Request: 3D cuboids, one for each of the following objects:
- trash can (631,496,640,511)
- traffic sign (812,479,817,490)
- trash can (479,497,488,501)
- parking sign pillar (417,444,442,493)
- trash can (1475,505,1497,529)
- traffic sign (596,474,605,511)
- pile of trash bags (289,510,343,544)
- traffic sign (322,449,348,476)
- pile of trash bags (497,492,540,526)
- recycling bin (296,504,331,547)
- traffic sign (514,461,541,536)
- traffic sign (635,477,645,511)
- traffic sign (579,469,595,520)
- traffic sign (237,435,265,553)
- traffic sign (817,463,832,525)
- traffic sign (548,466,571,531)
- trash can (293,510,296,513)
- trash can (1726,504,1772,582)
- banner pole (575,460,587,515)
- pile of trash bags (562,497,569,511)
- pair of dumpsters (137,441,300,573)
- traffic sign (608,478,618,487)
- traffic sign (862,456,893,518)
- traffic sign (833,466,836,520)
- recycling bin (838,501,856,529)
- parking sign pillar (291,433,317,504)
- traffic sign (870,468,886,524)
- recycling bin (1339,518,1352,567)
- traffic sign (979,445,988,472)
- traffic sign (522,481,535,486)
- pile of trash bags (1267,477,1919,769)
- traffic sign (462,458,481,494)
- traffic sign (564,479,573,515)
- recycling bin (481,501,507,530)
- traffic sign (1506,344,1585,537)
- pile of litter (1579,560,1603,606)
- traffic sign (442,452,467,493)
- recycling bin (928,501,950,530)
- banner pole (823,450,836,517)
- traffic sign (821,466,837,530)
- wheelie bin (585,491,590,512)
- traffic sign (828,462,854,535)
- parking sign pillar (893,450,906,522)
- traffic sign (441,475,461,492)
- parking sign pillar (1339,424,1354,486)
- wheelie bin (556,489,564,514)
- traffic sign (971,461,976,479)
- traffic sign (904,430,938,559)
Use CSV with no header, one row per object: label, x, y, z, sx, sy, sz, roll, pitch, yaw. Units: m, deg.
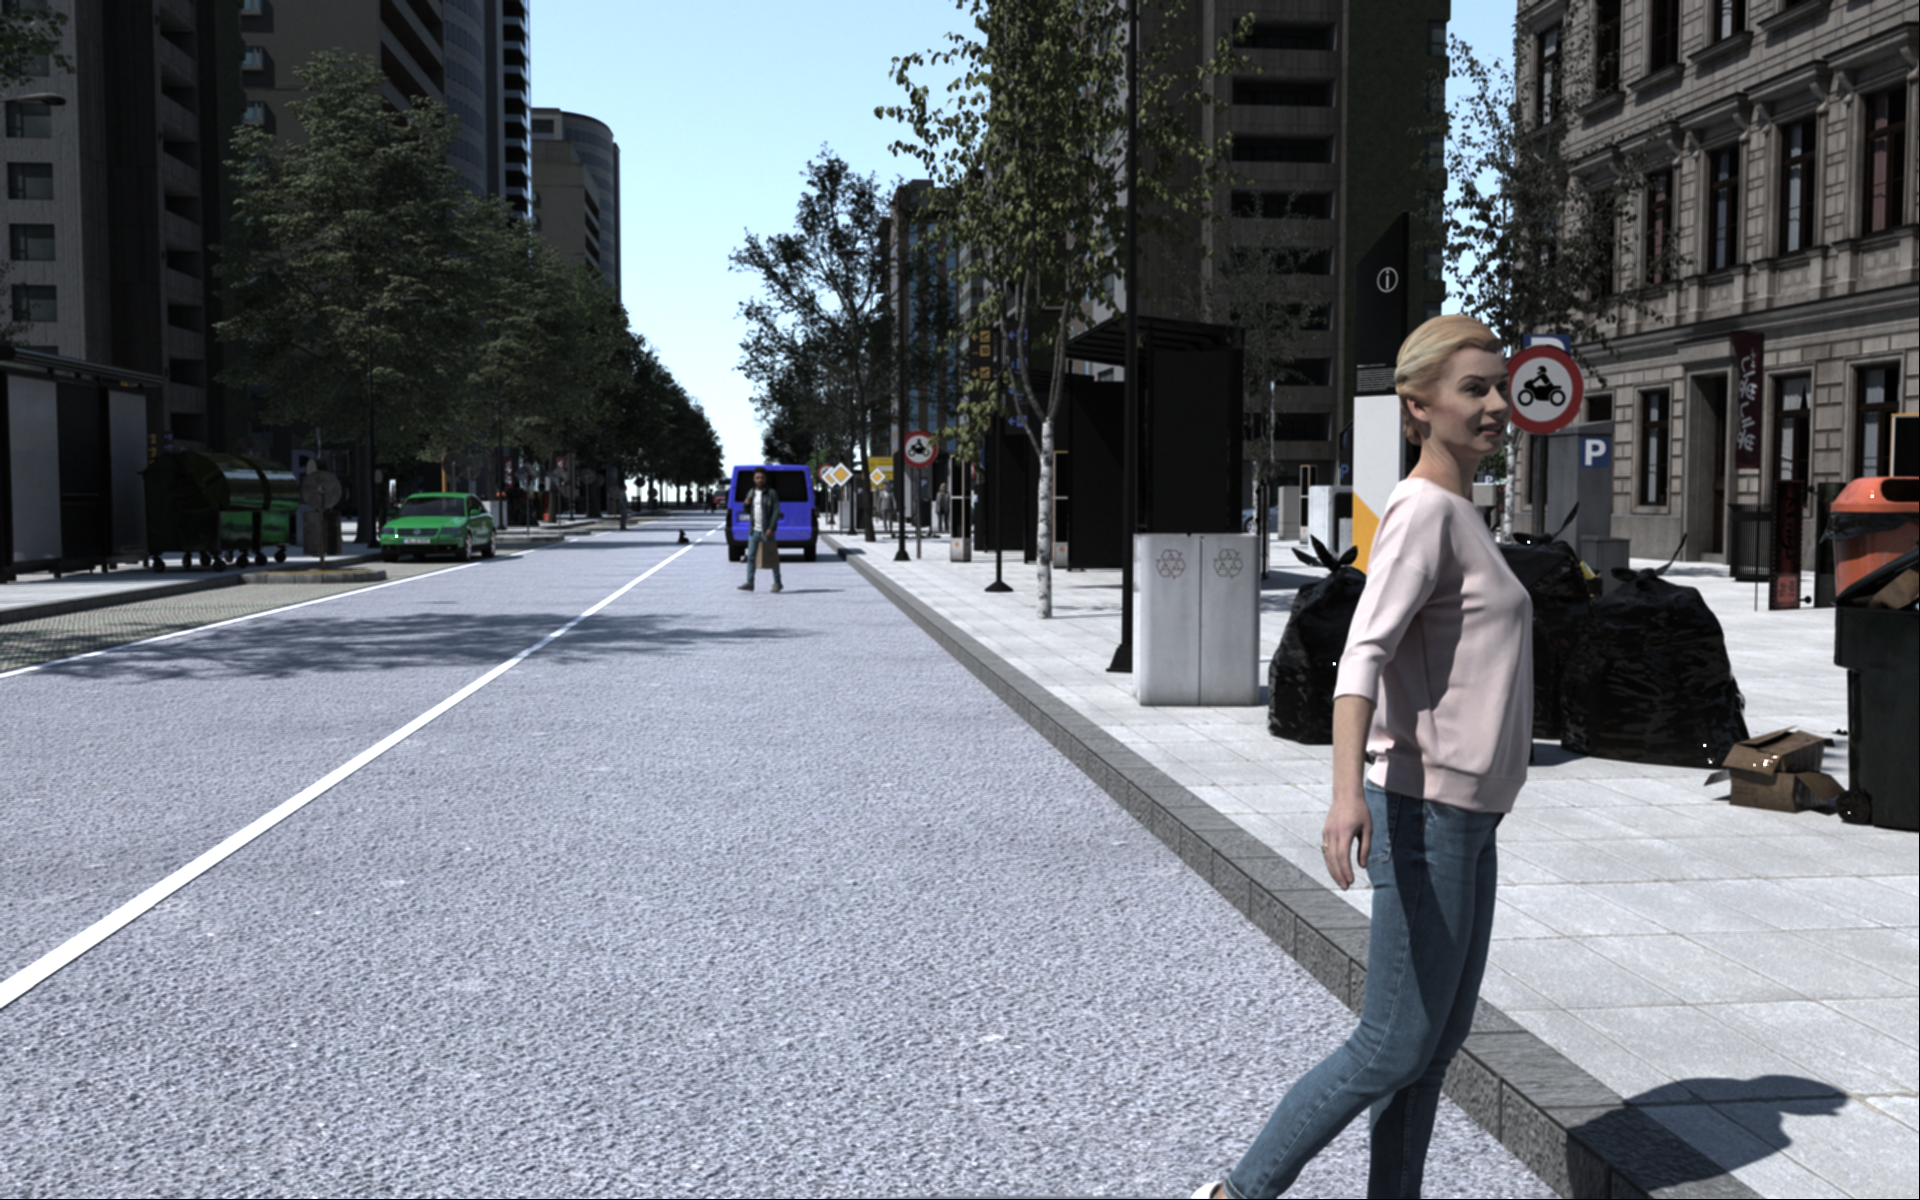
trash can,-24.367,-7.252,130.228,0.748,1.137,0.748,0,3,0
traffic sign,-9.649,-6.908,114.129,0.795,2.450,0.064,0,4,3
trash can,-21.388,-4.105,78.771,0.748,1.137,0.748,0,3,0
parking sign pillar,-29.237,-6.591,96.242,1.447,3.967,1.447,1,4,10
trash can,6.256,-0.600,21.465,0.748,1.137,0.748,0,3,0
traffic sign,-22.793,-6.683,109.372,0.768,2.556,0.104,0,4,-4
pile of trash bags,-17.806,-2.164,45.129,3.447,1.369,1.912,0,4,-3
traffic sign,-14.308,-2.296,39.670,0.606,2.300,0.079,0,4,2
pile of trash bags,-18.307,-3.696,70.177,1.912,1.369,3.447,-2,4,-27
recycling bin,-15.863,-1.835,42.554,0.722,1.027,0.722,-1,4,-9
traffic sign,-13.197,-3.012,52.886,0.795,2.450,0.064,0,4,-6
traffic sign,-23.872,-7.903,129.314,0.768,2.556,0.104,0,4,-3
traffic sign,-18.629,-5.287,86.542,0.768,2.556,0.104,0,4,-5
traffic sign,-15.366,-2.292,37.576,0.768,2.556,0.104,0,4,-4
traffic sign,-5.552,-4.411,72.220,0.768,2.556,0.104,0,4,3
traffic sign,-14.068,-3.497,60.824,0.795,2.450,0.064,0,4,-6
trash can,-19.163,-2.297,49.208,0.748,1.137,0.748,0,3,0
trash can,11.618,-0.839,25.367,0.748,1.137,0.748,0,3,0
banner pole,-23.423,-7.146,106.850,0.401,3.779,0.863,3,5,43
pile of trash bags,-30.321,-7.352,129.951,1.912,1.369,3.447,-1,4,-11
pair of dumpsters,-12.898,-1.699,30.274,1.574,2.255,4.437,0,4,-6
traffic sign,-27.064,-8.257,135.104,0.768,2.556,0.104,0,4,1
traffic sign,-4.178,-6.091,93.454,2.265,3.308,0.079,0,4,2
traffic sign,-5.684,-4.732,77.476,0.768,2.556,0.104,0,4,1
recycling bin,-4.116,-3.162,64.246,0.722,1.027,0.722,-1,4,-12
parking sign pillar,-28.697,-5.363,76.149,1.447,3.967,1.447,0,4,-7
traffic sign,-3.615,-4.539,75.404,0.795,2.450,0.064,0,4,-3
recycling bin,4.338,-0.324,17.859,0.722,1.027,0.722,0,4,-1
traffic sign,0.838,-2.571,42.141,0.768,2.556,0.104,0,3,0
traffic sign,-21.604,-5.176,86.762,0.606,2.300,0.079,0,4,-4
pile of trash bags,3.394,0.053,8.894,3.447,1.369,1.912,0,4,-4
traffic sign,-17.313,-3.738,61.215,0.768,2.556,0.104,0,4,0
traffic sign,-24.515,-6.587,107.697,0.884,2.594,0.081,0,4,-2
recycling bin,-16.846,-3.057,62.544,0.722,1.027,0.722,3,5,43
traffic sign,4.941,-0.900,14.827,0.768,2.556,0.104,0,4,-6
pile of litter,4.360,0.089,12.507,1.719,0.858,1.176,2,4,33
traffic sign,-15.324,-3.206,52.530,0.768,2.556,0.104,0,4,1
recycling bin,-0.688,-3.047,62.372,0.722,1.027,0.722,1,4,22
banner pole,-7.329,-6.595,97.844,0.863,3.779,0.401,-3,4,-37
traffic sign,-4.578,-3.560,61.840,0.795,2.450,0.064,0,4,-6
wheelie bin,-26.060,-6.990,122.197,0.693,1.594,0.980,0,4,1
traffic sign,-3.708,-3.074,53.903,0.795,2.450,0.064,0,4,-6
parking sign pillar,-2.358,-5.521,78.745,1.447,3.967,1.447,1,4,20
traffic sign,-22.551,-4.693,76.727,0.884,2.594,0.081,0,4,1
parking sign pillar,11.389,-3.710,49.130,1.447,3.967,1.447,-2,4,-31
wheelie bin,-26.011,-6.349,111.713,0.980,1.594,0.693,3,4,39
traffic sign,0.223,-3.850,63.046,0.768,2.556,0.104,0,4,2
traffic sign,-0.816,-2.094,34.336,0.768,2.556,0.104,0,4,-5
